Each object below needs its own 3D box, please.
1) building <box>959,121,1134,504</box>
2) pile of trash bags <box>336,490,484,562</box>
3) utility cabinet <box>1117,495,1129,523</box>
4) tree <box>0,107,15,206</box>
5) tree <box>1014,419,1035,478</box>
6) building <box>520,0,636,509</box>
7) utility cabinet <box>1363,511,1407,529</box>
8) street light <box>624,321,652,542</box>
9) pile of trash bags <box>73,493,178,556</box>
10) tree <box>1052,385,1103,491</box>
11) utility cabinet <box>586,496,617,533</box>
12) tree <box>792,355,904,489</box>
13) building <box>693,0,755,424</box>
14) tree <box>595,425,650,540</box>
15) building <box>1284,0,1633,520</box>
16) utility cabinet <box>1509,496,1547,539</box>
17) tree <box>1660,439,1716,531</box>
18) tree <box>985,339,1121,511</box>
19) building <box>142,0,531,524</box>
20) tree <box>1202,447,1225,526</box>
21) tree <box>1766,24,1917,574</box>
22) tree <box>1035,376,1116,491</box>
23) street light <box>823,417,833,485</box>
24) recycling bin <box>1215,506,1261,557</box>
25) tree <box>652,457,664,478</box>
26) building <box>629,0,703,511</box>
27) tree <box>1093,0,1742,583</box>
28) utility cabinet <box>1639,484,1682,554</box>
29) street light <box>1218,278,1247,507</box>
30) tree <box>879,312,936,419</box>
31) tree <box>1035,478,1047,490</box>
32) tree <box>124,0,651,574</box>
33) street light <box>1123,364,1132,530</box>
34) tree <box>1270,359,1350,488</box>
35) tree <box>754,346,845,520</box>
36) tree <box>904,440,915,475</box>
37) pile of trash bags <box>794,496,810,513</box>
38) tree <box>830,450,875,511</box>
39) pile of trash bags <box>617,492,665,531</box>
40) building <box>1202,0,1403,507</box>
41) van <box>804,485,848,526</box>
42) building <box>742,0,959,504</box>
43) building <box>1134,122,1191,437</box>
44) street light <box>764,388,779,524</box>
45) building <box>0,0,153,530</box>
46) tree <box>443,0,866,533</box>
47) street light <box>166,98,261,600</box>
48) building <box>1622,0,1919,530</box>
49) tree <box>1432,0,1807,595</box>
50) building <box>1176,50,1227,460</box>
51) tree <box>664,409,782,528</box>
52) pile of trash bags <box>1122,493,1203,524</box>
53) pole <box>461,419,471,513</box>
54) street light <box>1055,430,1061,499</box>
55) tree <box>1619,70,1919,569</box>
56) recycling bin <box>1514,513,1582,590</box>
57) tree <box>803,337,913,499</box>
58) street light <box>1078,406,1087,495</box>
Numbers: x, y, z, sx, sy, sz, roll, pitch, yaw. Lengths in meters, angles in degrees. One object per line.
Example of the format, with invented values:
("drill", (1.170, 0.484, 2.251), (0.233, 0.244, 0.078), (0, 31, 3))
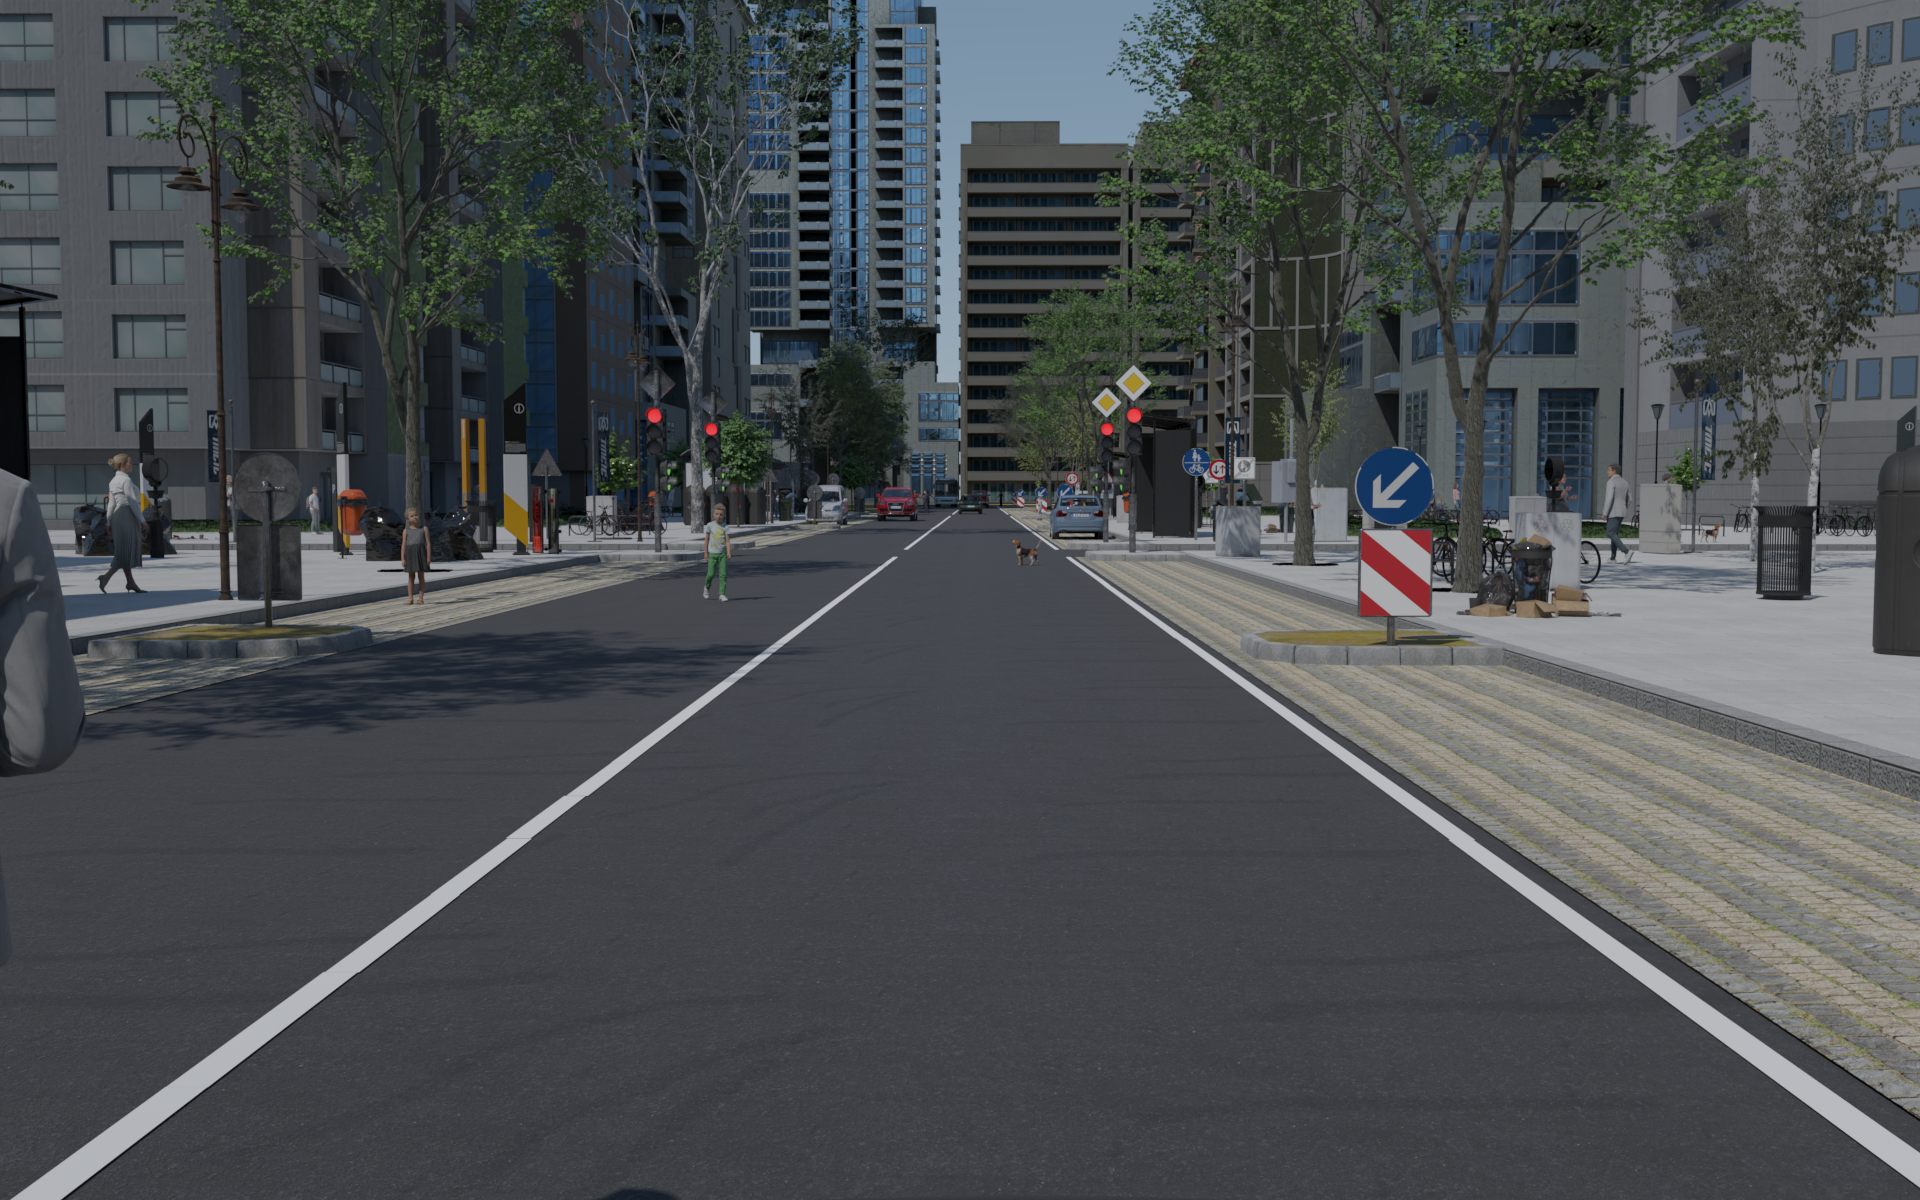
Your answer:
("building", (10.670, -36.975, 228.238), (21.600, 48.544, 21.300), (0, 4, 1))
("pile of trash bags", (-10.960, -1.473, 33.838), (3.447, 1.369, 1.912), (2, 4, 32))
("utility cabinet", (7.428, -4.001, 76.581), (1.020, 1.237, 0.306), (2, 4, 35))
("tree", (-16.726, -4.648, 26.359), (4.360, 8.622, 3.978), (0, 3, 0))
("tree", (7.211, -12.951, 162.111), (4.737, 8.622, 4.395), (0, 3, 0))
("building", (-29.071, -28.112, 109.740), (14.600, 45.320, 14.200), (0, 4, 1))
("utility cabinet", (11.134, -2.242, 45.342), (1.173, 1.500, 0.318), (-1, 4, -20))
("street light", (-8.606, -4.502, 46.401), (0.468, 5.910, 1.993), (0, 4, 1))
("pile of trash bags", (-18.045, -1.684, 37.291), (1.912, 1.369, 3.447), (-2, 4, -30))
("tree", (7.869, -10.091, 115.349), (4.360, 8.622, 3.978), (0, 3, 0))
("utility cabinet", (-11.981, -2.859, 57.905), (1.020, 1.237, 0.306), (1, 4, 21))
("tree", (-7.818, -11.058, 115.218), (7.601, 10.594, 8.767), (0, 4, -1))
("building", (-35.072, -35.394, 167.934), (27.495, 52.752, 28.713), (0, 4, 1))
("tree", (-9.811, -3.315, 48.809), (1.663, 3.219, 1.824), (0, 3, 0))
("building", (32.773, -48.051, 98.306), (22.319, 86.520, 31.000), (0, 4, 1))
("utility cabinet", (15.325, -2.176, 46.738), (1.020, 1.237, 0.306), (-1, 4, -21))
("tree", (25.635, -4.069, 61.137), (1.663, 3.219, 1.824), (0, 3, 0))
("tree", (6.894, -13.677, 133.984), (12.009, 13.543, 11.850), (0, 3, 0))
("building", (-30.806, -24.721, 87.781), (14.154, 41.232, 14.086), (0, 4, 1))
("tree", (10.011, -4.672, 70.996), (1.663, 3.219, 1.824), (0, 3, 0))
("tree", (13.766, -4.748, 27.999), (4.360, 8.622, 3.978), (0, 3, 0))
("tree", (7.675, -9.664, 108.365), (4.737, 8.622, 4.395), (0, 3, 0))
("street light", (-7.924, -8.021, 103.934), (0.468, 5.910, 1.993), (0, 4, 1))
("recycling bin", (5.731, -1.416, 35.702), (0.722, 1.027, 0.722), (-1, 4, -15))
("tree", (-15.709, -7.014, 98.389), (4.285, 4.588, 4.351), (0, 3, 0))
("building", (-31.995, -50.295, 134.996), (22.319, 86.520, 31.000), (0, 4, 1))
("tree", (6.240, -6.429, 30.862), (9.928, 11.665, 9.643), (0, 3, 0))
("utility cabinet", (15.071, -1.748, 37.251), (0.318, 1.500, 1.173), (0, 4, -8))
("street light", (5.861, -3.942, 37.238), (0.468, 5.910, 1.993), (0, 4, 1))
("tree", (-9.307, -18.735, 162.207), (12.611, 20.169, 13.585), (0, 3, 0))
("tree", (8.640, -11.625, 184.669), (1.663, 3.219, 1.824), (0, 3, 0))
("tree", (-9.086, -6.255, 28.025), (9.928, 11.665, 9.643), (0, 3, 0))
("street light", (6.058, -5.428, 61.540), (0.468, 5.910, 1.993), (0, 4, 1))
("tree", (18.714, -8.637, 91.576), (4.737, 8.622, 4.395), (0, 3, 0))
("tree", (-8.179, -8.349, 86.870), (4.360, 8.622, 3.978), (0, 3, 0))
("tree", (-8.178, -15.184, 182.666), (7.601, 10.594, 8.767), (1, 4, 15))
("pile of trash bags", (-10.395, -6.643, 118.368), (1.912, 1.369, 3.447), (1, 4, 18))
("tree", (-8.164, -8.942, 129.917), (4.285, 4.588, 4.351), (0, 3, 0))
("pile of trash bags", (-11.253, -3.129, 60.918), (1.912, 1.369, 3.447), (1, 4, 11))
("building", (31.403, -43.032, 141.825), (20.563, 71.187, 20.611), (0, 4, 1))
("van", (-6.082, -4.415, 79.204), (2.013, 2.044, 4.112), (0, 4, 1))
("building", (-15.619, -55.997, 228.223), (31.000, 86.520, 22.319), (0, 4, 1))
("building", (32.378, -36.992, 228.526), (21.600, 48.544, 21.300), (0, 4, 1))
("street light", (-8.182, -6.269, 75.279), (0.468, 5.910, 1.993), (0, 4, 1))
("building", (-29.641, -23.372, 65.722), (14.154, 41.232, 14.086), (0, 4, 1))
("tree", (-9.794, -12.285, 56.748), (12.611, 20.169, 13.585), (0, 3, 0))
("street light", (-8.884, -2.935, 20.780), (0.468, 5.910, 1.993), (0, 4, 1))
("building", (44.017, -32.183, 68.199), (28.212, 58.520, 21.231), (0, 4, 1))
("tree", (6.508, -5.893, 22.110), (9.928, 11.665, 9.643), (0, 3, 0))
("building", (32.746, -31.390, 167.842), (22.147, 44.769, 28.867), (0, 4, 1))
("tree", (-8.440, -5.063, 66.501), (4.285, 4.588, 4.351), (0, 3, 0))
("pile of trash bags", (8.703, -3.977, 74.779), (3.447, 1.369, 1.912), (0, 4, -4))
("pole", (-13.383, -3.248, 46.943), (0.158, 3.312, 0.155), (0, 3, 0))
("street light", (6.765, -9.002, 119.970), (0.468, 5.910, 1.993), (0, 4, 1))
("tree", (14.834, -5.032, 32.637), (4.360, 8.622, 3.978), (0, 3, 0))
("recycling bin", (7.927, -0.662, 23.379), (0.722, 1.027, 0.722), (0, 4, 5))
("tree", (-8.147, -14.207, 138.942), (9.857, 13.997, 8.962), (0, 3, 0))
("street light", (6.417, -7.214, 90.734), (0.468, 5.910, 1.993), (0, 4, 1))
